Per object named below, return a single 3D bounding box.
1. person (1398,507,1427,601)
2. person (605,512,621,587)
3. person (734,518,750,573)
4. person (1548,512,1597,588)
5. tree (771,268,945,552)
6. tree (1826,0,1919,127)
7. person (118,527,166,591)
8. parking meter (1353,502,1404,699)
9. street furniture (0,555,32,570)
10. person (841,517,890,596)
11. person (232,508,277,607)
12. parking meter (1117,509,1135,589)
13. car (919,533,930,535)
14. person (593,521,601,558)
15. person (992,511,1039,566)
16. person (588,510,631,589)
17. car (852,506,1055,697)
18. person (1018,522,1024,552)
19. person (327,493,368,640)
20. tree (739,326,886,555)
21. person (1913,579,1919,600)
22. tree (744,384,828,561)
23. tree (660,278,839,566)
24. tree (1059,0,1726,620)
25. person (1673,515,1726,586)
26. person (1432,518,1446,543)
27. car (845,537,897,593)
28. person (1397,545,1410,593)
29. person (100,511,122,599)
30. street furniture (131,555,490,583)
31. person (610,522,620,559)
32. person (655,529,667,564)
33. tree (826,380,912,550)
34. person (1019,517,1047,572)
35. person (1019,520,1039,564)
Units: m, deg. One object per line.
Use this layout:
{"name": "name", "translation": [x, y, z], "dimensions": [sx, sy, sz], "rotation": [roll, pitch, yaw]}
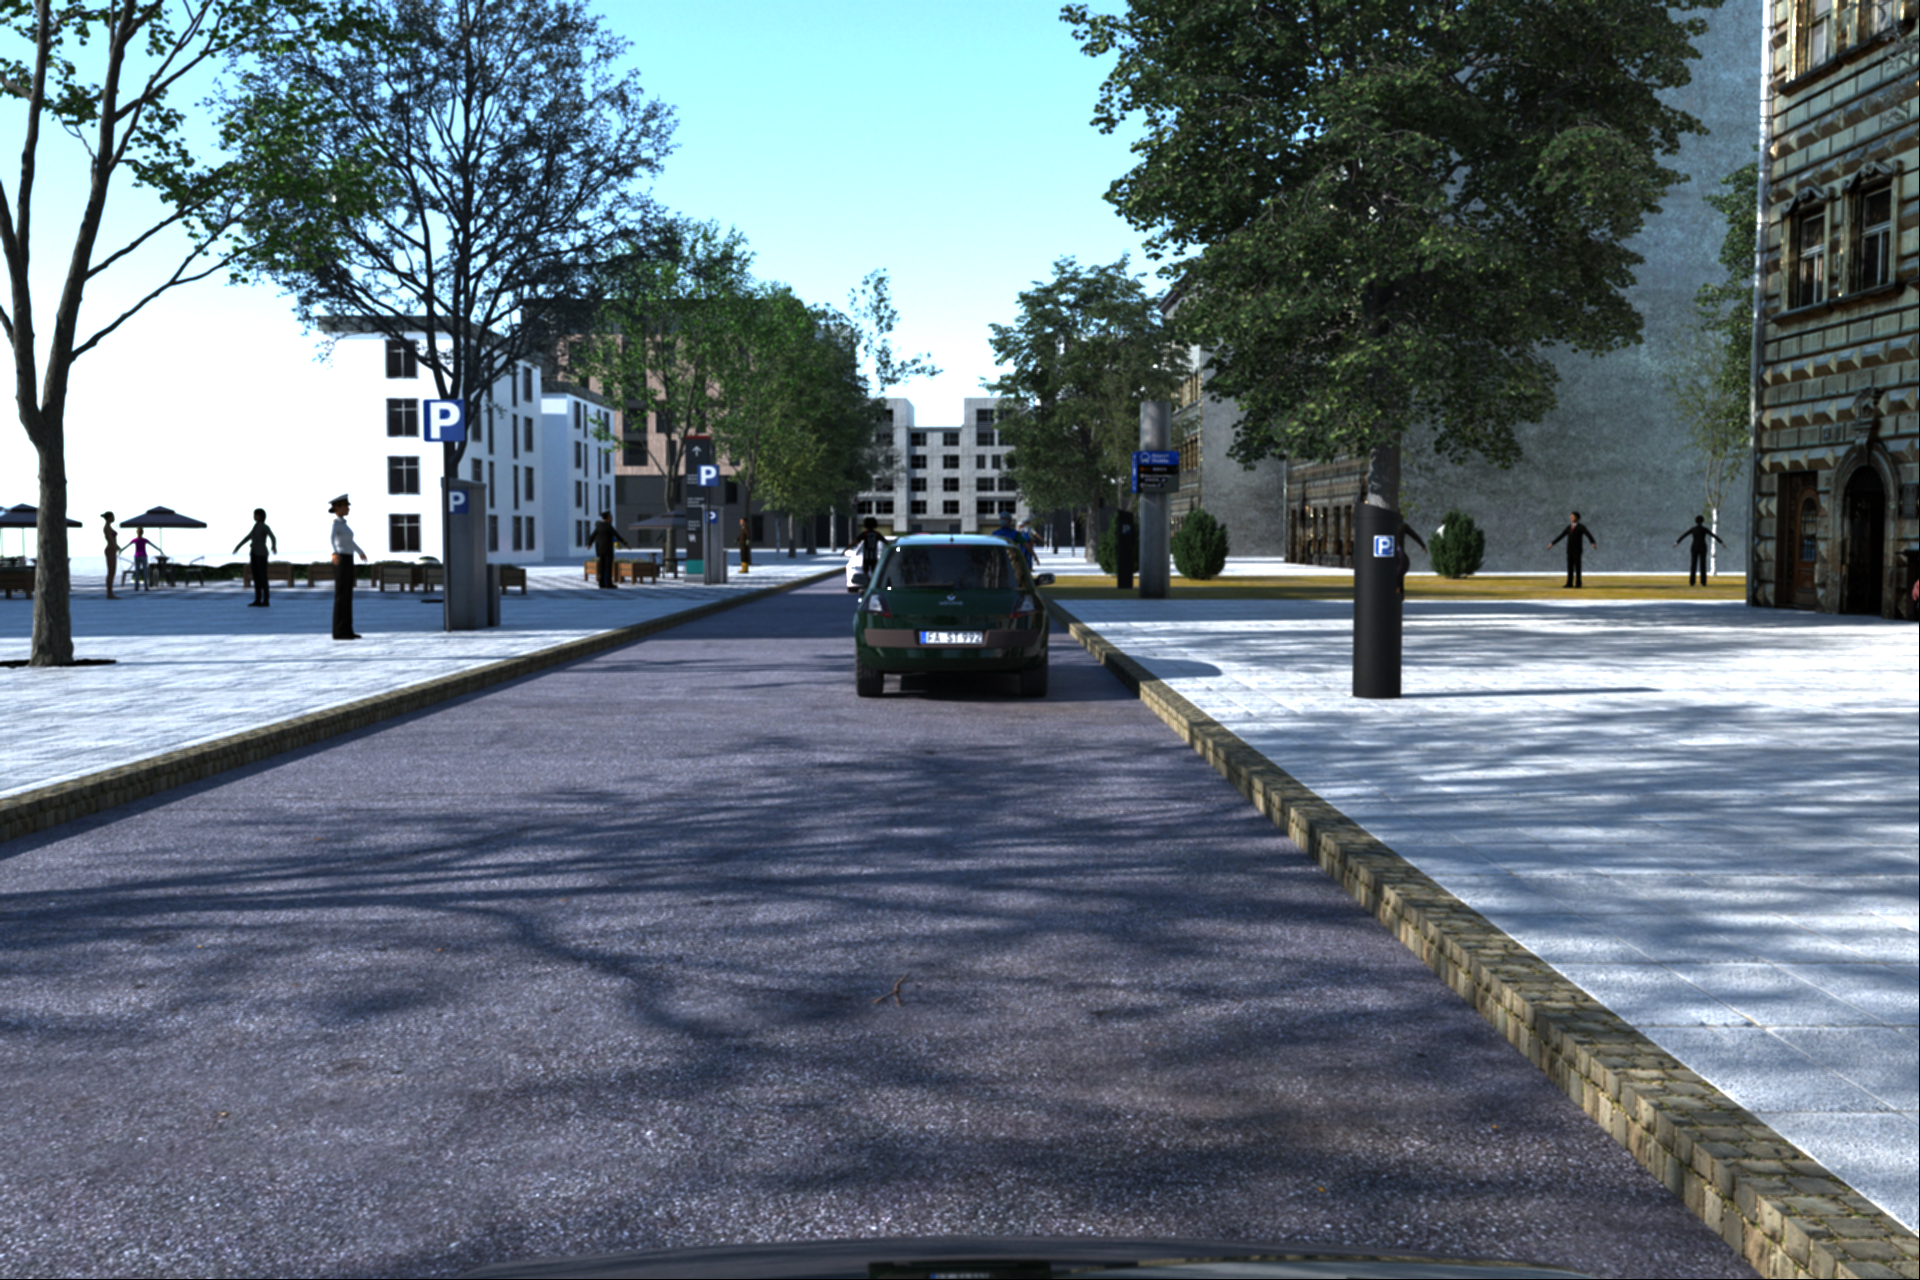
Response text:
{"name": "person", "translation": [8.287, -1.644, 33.057], "dimensions": [1.348, 1.807, 0.705], "rotation": [0, 4, -4]}
{"name": "person", "translation": [-8.531, -2.210, 42.104], "dimensions": [0.705, 1.833, 1.349], "rotation": [-2, 4, -26]}
{"name": "person", "translation": [-7.096, -3.094, 56.725], "dimensions": [0.704, 1.812, 1.346], "rotation": [-2, 4, -26]}
{"name": "person", "translation": [14.541, -2.131, 41.033], "dimensions": [0.705, 1.806, 1.347], "rotation": [-2, 4, -33]}
{"name": "tree", "translation": [-7.948, -16.339, 123.034], "dimensions": [12.611, 20.169, 13.585], "rotation": [0, 3, 0]}
{"name": "tree", "translation": [6.414, -5.974, 8.047], "dimensions": [12.009, 13.543, 11.850], "rotation": [0, 3, 0]}
{"name": "person", "translation": [-18.368, -1.810, 38.863], "dimensions": [0.991, 1.433, 0.599], "rotation": [-1, 4, -16]}
{"name": "parking meter", "translation": [3.284, -0.318, 13.607], "dimensions": [0.372, 1.533, 0.369], "rotation": [0, 3, 0]}
{"name": "street furniture", "translation": [-31.860, -2.800, 52.634], "dimensions": [9.812, 1.723, 11.010], "rotation": [1, 4, 9]}
{"name": "person", "translation": [-2.080, -1.923, 40.035], "dimensions": [1.345, 1.843, 0.704], "rotation": [-1, 4, -17]}
{"name": "person", "translation": [-12.457, -1.460, 30.637], "dimensions": [1.215, 1.744, 0.721], "rotation": [2, 4, 34]}
{"name": "parking meter", "translation": [3.909, -2.142, 40.735], "dimensions": [0.399, 1.863, 0.255], "rotation": [0, 4, 0]}
{"name": "car", "translation": [-2.897, -7.679, 134.593], "dimensions": [2.155, 1.783, 4.494], "rotation": [0, 3, 0]}
{"name": "person", "translation": [-14.510, -3.869, 69.391], "dimensions": [0.705, 1.813, 1.348], "rotation": [0, 3, 0]}
{"name": "person", "translation": [0.751, -1.267, 29.302], "dimensions": [1.347, 1.817, 0.704], "rotation": [2, 4, 26]}
{"name": "person", "translation": [-8.281, -2.123, 40.641], "dimensions": [1.347, 1.837, 0.705], "rotation": [2, 4, 33]}
{"name": "car", "translation": [-0.066, -0.419, 16.630], "dimensions": [2.009, 1.686, 4.222], "rotation": [0, 4, 0]}
{"name": "person", "translation": [2.360, -3.861, 69.596], "dimensions": [0.721, 1.772, 1.216], "rotation": [0, 4, -7]}
{"name": "person", "translation": [-7.458, -0.898, 21.138], "dimensions": [0.721, 1.778, 1.216], "rotation": [0, 4, -3]}
{"name": "tree", "translation": [-9.275, -12.313, 107.980], "dimensions": [9.857, 13.997, 8.962], "rotation": [0, 3, 0]}
{"name": "person", "translation": [3.916, -0.010, 6.652], "dimensions": [0.568, 1.767, 0.683], "rotation": [-1, 4, -8]}
{"name": "tree", "translation": [-8.681, -8.132, 83.323], "dimensions": [4.737, 8.622, 4.395], "rotation": [0, 3, 0]}
{"name": "tree", "translation": [-8.484, -8.814, 69.864], "dimensions": [9.928, 11.665, 9.643], "rotation": [0, 3, 0]}
{"name": "tree", "translation": [6.220, -7.262, 25.395], "dimensions": [9.857, 13.997, 8.962], "rotation": [0, 3, 0]}
{"name": "person", "translation": [18.313, -2.213, 42.900], "dimensions": [1.216, 1.740, 0.721], "rotation": [2, 4, 29]}
{"name": "person", "translation": [16.003, -3.111, 57.050], "dimensions": [0.705, 1.806, 1.347], "rotation": [-2, 4, -35]}
{"name": "car", "translation": [-1.826, -1.926, 43.856], "dimensions": [2.083, 1.381, 4.827], "rotation": [0, 4, 0]}
{"name": "person", "translation": [5.812, -0.884, 23.732], "dimensions": [0.697, 1.427, 0.421], "rotation": [0, 4, -2]}
{"name": "person", "translation": [-16.753, -1.684, 34.339], "dimensions": [0.721, 1.733, 1.217], "rotation": [-2, 4, -31]}
{"name": "street furniture", "translation": [-18.012, -2.073, 49.516], "dimensions": [10.072, 0.657, 5.734], "rotation": [-1, 4, -19]}
{"name": "person", "translation": [-14.878, -4.114, 73.485], "dimensions": [0.704, 1.802, 1.346], "rotation": [2, 4, 32]}
{"name": "person", "translation": [-11.888, -3.889, 69.849], "dimensions": [0.705, 1.796, 1.348], "rotation": [-3, 4, -38]}
{"name": "tree", "translation": [-8.865, -13.962, 138.643], "dimensions": [12.009, 13.543, 11.850], "rotation": [0, 3, 0]}
{"name": "person", "translation": [2.307, -3.231, 58.681], "dimensions": [1.347, 1.847, 0.705], "rotation": [2, 4, 28]}
{"name": "person", "translation": [2.685, -4.000, 71.185], "dimensions": [1.354, 1.856, 0.705], "rotation": [-3, 5, -43]}
